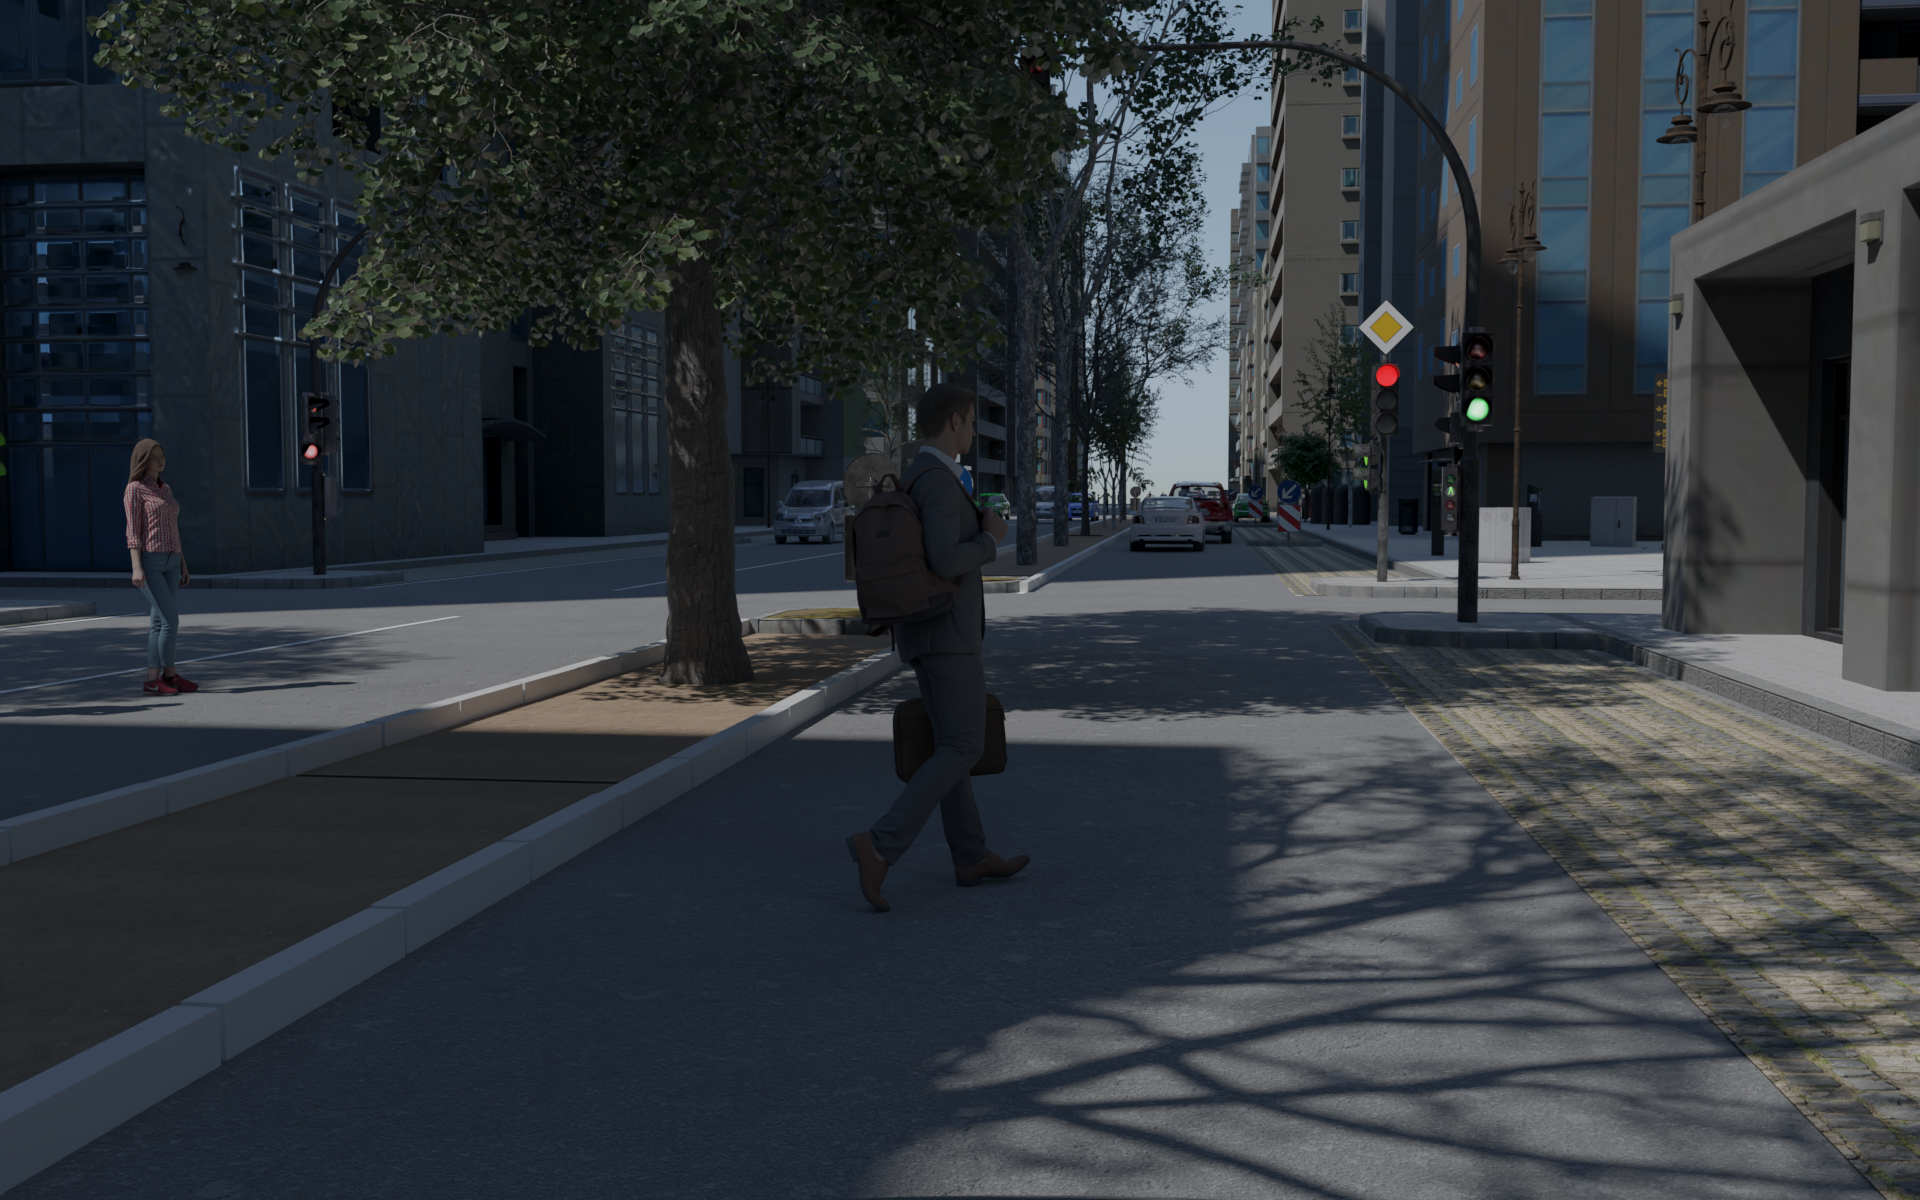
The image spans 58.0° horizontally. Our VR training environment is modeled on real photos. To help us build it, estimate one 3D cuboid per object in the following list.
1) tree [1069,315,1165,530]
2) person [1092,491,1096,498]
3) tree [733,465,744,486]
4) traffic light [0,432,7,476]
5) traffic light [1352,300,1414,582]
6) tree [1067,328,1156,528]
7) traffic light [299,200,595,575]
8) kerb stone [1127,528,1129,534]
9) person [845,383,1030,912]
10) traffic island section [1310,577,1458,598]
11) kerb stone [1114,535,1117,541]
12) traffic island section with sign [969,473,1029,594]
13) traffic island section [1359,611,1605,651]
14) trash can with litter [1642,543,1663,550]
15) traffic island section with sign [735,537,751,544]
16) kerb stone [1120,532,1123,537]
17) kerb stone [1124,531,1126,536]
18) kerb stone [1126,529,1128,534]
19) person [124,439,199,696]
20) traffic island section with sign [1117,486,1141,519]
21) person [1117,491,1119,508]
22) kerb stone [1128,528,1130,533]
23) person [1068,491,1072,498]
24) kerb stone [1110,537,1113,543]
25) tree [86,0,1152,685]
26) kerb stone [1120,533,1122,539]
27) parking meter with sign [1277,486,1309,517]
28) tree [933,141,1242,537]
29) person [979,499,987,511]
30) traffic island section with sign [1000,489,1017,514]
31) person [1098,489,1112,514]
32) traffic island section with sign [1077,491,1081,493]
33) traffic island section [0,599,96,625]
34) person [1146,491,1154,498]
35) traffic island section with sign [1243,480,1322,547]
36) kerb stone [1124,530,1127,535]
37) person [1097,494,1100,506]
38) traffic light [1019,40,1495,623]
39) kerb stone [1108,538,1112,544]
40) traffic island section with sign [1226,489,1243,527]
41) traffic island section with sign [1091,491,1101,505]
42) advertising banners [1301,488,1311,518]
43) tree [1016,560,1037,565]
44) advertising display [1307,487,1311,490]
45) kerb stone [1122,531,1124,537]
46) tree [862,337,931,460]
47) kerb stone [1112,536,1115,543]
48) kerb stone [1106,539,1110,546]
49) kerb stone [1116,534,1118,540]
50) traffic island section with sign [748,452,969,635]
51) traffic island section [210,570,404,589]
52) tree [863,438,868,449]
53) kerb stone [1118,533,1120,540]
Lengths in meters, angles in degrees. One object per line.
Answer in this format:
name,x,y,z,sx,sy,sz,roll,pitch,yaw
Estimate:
tree,6.145,-7.089,68.727,4.360,8.622,3.978,0,3,0
person,14.465,-11.058,190.024,1.217,1.735,0.721,-3,4,-37
tree,-8.607,-4.027,60.438,1.663,3.219,1.824,0,3,0
traffic light,-11.244,-1.870,19.495,0.839,4.253,0.868,0,4,8
traffic light,6.150,-2.219,25.201,0.839,4.253,0.868,0,4,8
tree,6.984,-7.727,79.162,4.737,8.622,4.395,0,3,0
traffic light,-8.077,-3.210,27.159,4.771,5.953,1.251,0,4,8
kerb stone,5.722,-2.328,60.255,0.120,0.150,1.000,0,4,8
person,-0.098,0.138,6.213,0.822,1.834,0.622,-2,4,-29
traffic island section,6.189,-0.185,25.310,2.009,0.180,2.903,0,4,8
kerb stone,4.475,-1.768,51.103,0.120,0.150,1.000,0,4,8
traffic island section with sign,-0.042,-1.081,25.817,2.006,1.907,1.989,0,4,8
traffic island section,5.107,0.299,17.398,2.009,0.180,2.903,0,4,8
trash can with litter,16.749,-1.741,39.527,1.678,1.210,2.233,-3,5,-40
traffic island section with sign,-7.122,-2.534,50.052,1.989,1.847,2.006,0,4,8
kerb stone,5.031,-2.017,55.173,0.120,0.150,1.000,0,4,8
kerb stone,5.305,-2.134,57.214,0.120,0.150,1.000,0,4,8
kerb stone,5.589,-2.266,59.238,0.120,0.150,1.000,0,4,8
person,-5.708,-0.232,12.309,0.388,1.821,0.555,0,4,1
traffic island section with sign,10.126,-5.635,100.267,2.006,1.907,1.989,0,4,8
person,15.892,-10.099,174.446,0.721,1.723,1.217,0,4,6
kerb stone,5.858,-2.390,61.268,0.120,0.150,1.000,0,4,8
person,11.256,-10.279,177.224,0.621,1.740,0.551,1,4,11
kerb stone,4.191,-1.644,49.077,0.120,0.150,1.000,0,4,8
tree,-1.931,-6.335,12.693,9.857,13.997,8.962,0,3,0
kerb stone,4.893,-1.955,54.159,0.120,0.150,1.000,0,4,8
parking meter with sign,18.571,-6.136,96.582,1.738,3.016,0.543,1,4,10
tree,4.229,-8.903,58.393,12.009,13.543,11.850,0,3,0
person,1.361,-4.818,92.779,0.738,1.151,1.012,3,4,39
traffic island section with sign,3.267,-7.184,126.087,1.989,1.847,2.006,0,4,8
person,10.316,-6.973,122.513,1.348,1.823,0.705,-2,4,-27
traffic island section with sign,14.384,-12.155,207.363,1.989,1.847,2.006,0,4,8
traffic island section,-11.282,0.162,19.635,2.009,0.180,2.903,0,4,8
person,25.526,-13.704,232.501,1.348,1.831,0.705,-2,4,-28
traffic island section with sign,8.965,-2.406,47.971,1.989,1.847,2.006,0,4,8
kerb stone,5.453,-2.195,58.225,0.120,0.150,1.000,0,4,8
person,13.211,-9.402,165.477,0.557,1.426,1.065,1,4,10
traffic light,2.984,-2.616,17.431,4.771,5.953,1.251,0,4,8
kerb stone,4.060,-1.582,48.063,0.120,0.150,1.000,0,4,8
traffic island section with sign,12.613,-4.040,74.679,1.989,1.847,2.006,0,4,8
traffic island section with sign,18.124,-13.826,234.689,1.989,1.847,2.006,0,4,8
advertising banners,19.220,-6.022,94.653,2.074,3.025,0.090,3,5,42
tree,2.427,-10.689,33.109,12.611,20.169,13.585,0,3,0
advertising display,19.973,-5.760,99.390,0.123,1.923,0.974,0,4,1
kerb stone,5.171,-2.079,56.188,0.120,0.150,1.000,0,4,8
tree,-3.917,-9.731,93.522,7.601,10.594,8.767,0,4,1
kerb stone,4.334,-1.706,50.090,0.120,0.150,1.000,0,4,8
kerb stone,3.914,-1.518,47.037,0.120,0.150,1.000,0,4,8
kerb stone,4.608,-1.826,52.118,0.120,0.150,1.000,0,4,8
traffic island section with sign,-1.055,-0.633,18.479,2.006,1.907,1.989,0,4,8
traffic island section,-10.200,-0.322,27.547,2.009,0.180,2.903,0,4,8
tree,-5.756,-6.122,83.810,4.285,4.588,4.351,0,3,0
kerb stone,4.751,-1.892,53.137,0.120,0.150,1.000,0,4,8
